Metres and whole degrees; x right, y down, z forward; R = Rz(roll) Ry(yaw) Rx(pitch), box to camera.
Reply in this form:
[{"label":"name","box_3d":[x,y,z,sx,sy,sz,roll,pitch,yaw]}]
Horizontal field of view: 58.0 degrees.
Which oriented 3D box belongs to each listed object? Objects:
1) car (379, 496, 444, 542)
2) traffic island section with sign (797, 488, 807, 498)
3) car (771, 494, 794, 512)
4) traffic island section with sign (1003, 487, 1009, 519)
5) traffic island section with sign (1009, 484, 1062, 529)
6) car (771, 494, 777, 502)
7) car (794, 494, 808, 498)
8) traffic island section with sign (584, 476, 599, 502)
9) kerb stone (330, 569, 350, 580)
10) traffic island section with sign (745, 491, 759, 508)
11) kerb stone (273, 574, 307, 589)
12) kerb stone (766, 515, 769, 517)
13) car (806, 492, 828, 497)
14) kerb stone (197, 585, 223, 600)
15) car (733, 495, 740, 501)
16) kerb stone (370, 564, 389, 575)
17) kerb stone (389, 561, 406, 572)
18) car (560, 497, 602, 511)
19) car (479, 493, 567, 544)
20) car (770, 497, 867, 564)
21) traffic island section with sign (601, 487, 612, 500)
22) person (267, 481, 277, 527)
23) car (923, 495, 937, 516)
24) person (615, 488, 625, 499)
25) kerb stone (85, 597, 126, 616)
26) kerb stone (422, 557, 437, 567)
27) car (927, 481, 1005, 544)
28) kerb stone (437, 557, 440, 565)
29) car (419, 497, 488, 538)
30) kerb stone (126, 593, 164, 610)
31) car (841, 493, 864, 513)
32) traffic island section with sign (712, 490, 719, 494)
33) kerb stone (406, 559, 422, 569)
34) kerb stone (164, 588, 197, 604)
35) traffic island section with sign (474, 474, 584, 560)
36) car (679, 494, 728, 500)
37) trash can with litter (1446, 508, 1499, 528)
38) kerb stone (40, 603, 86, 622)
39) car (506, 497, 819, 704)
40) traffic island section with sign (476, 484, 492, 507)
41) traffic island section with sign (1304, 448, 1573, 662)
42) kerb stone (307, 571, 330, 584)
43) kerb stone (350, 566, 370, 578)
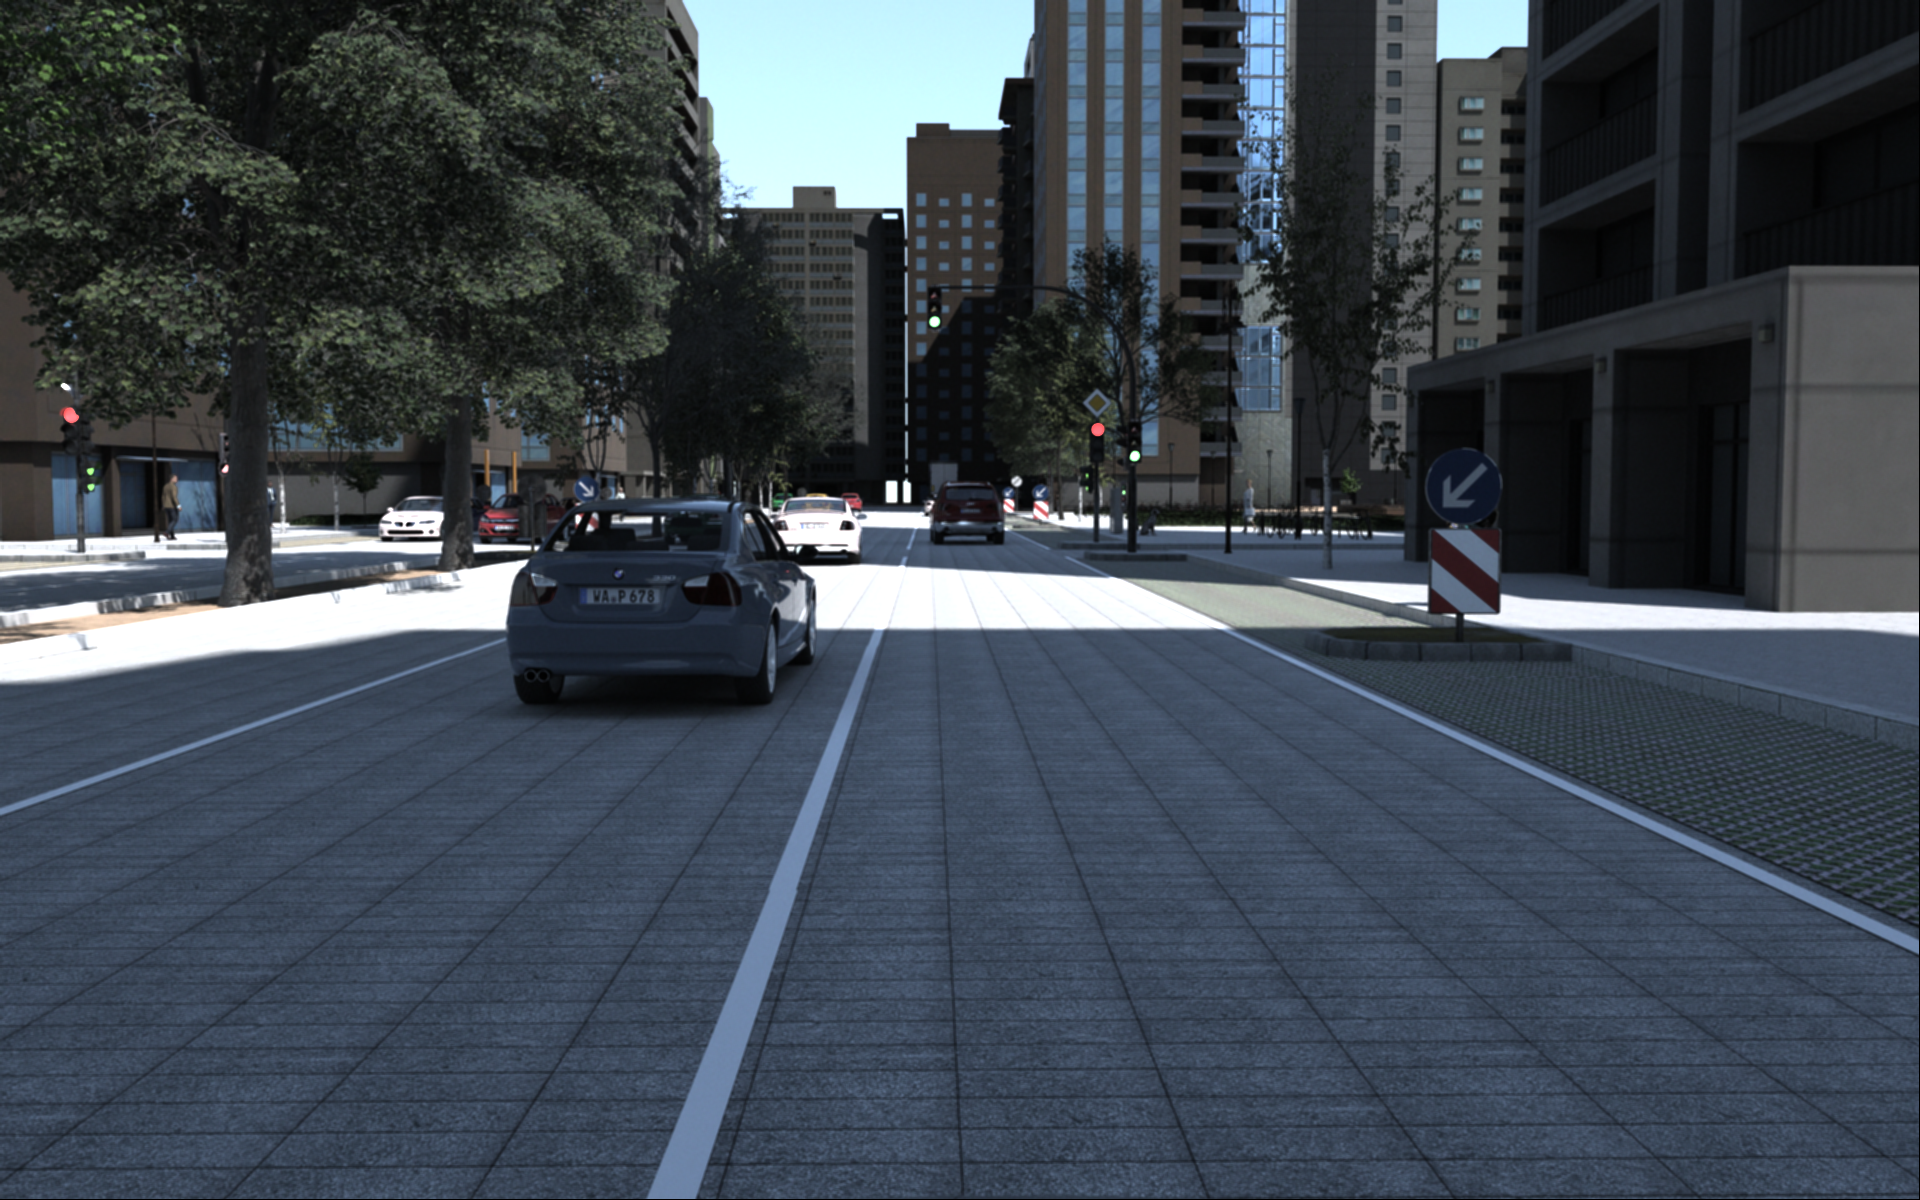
[{"label":"car","box_3d":[-16.573,-2.533,53.782,2.083,1.381,4.827,0,4,-2]},{"label":"traffic island section with sign","box_3d":[-11.057,-6.881,120.641,2.006,1.907,1.989,0,4,-1]},{"label":"car","box_3d":[-14.128,-7.976,139.209,1.959,1.807,4.718,0,4,-2]},{"label":"traffic island section with sign","box_3d":[2.674,-5.584,99.931,1.989,1.847,2.006,0,4,-1]},{"label":"traffic island section with sign","box_3d":[3.192,-3.861,71.758,1.989,1.847,2.006,0,4,-1]},{"label":"car","box_3d":[-18.587,-10.366,179.704,2.015,1.641,3.980,0,4,-3]},{"label":"car","box_3d":[-15.591,-10.052,173.141,1.959,1.807,4.718,0,4,-1]},{"label":"traffic island section with sign","box_3d":[-9.677,-2.286,45.515,2.006,1.907,1.989,0,4,-1]},{"label":"kerb stone","box_3d":[-10.445,-0.410,28.897,0.120,0.150,1.000,0,4,-1]},{"label":"traffic island section with sign","box_3d":[-21.302,-10.138,174.383,1.989,1.847,2.006,0,4,-1]},{"label":"kerb stone","box_3d":[-10.406,-0.285,26.852,0.120,0.150,1.000,0,4,-1]},{"label":"kerb stone","box_3d":[-11.891,-5.270,108.367,0.120,0.150,1.000,0,4,-1]},{"label":"car","box_3d":[-8.371,-5.602,101.822,2.015,1.641,3.980,0,4,0]},{"label":"kerb stone","box_3d":[-10.342,-0.097,23.786,0.120,0.150,1.000,0,4,-1]},{"label":"car","box_3d":[-18.099,-7.504,134.692,2.014,1.417,4.499,0,3,0]},{"label":"kerb stone","box_3d":[-10.477,-0.532,30.959,0.120,0.150,1.000,0,4,-1]},{"label":"kerb stone","box_3d":[-10.493,-0.599,31.986,0.120,0.150,1.000,0,4,-1]},{"label":"car","box_3d":[-13.189,-2.903,60.039,1.945,1.354,3.894,0,4,-2]},{"label":"car","box_3d":[-12.839,-2.569,51.043,2.155,1.783,4.494,0,4,1]},{"label":"car","box_3d":[-3.009,-1.483,36.603,2.083,1.381,4.827,0,4,-3]},{"label":"traffic island section with sign","box_3d":[-19.898,-5.425,97.330,1.989,1.847,2.006,0,4,-1]},{"label":"person","box_3d":[-26.947,-3.750,67.534,0.419,1.800,0.721,2,4,35]},{"label":"car","box_3d":[-1.370,-6.133,112.642,2.083,1.381,4.827,0,4,-1]},{"label":"person","box_3d":[-17.577,-4.921,89.441,0.515,1.767,0.782,2,4,33]},{"label":"kerb stone","box_3d":[-10.289,0.092,20.699,0.120,0.150,1.000,0,4,-1]},{"label":"kerb stone","box_3d":[-10.531,-0.724,34.034,0.120,0.150,1.000,0,4,-1]},{"label":"car","box_3d":[0.177,-2.578,50.822,2.281,1.827,5.304,0,4,-3]},{"label":"kerb stone","box_3d":[-10.551,-0.787,35.061,0.120,0.150,1.000,0,4,-1]},{"label":"car","box_3d":[-17.076,-2.796,58.303,1.945,1.354,3.894,0,4,1]},{"label":"kerb stone","box_3d":[-10.306,0.028,21.736,0.120,0.150,1.000,0,4,-1]},{"label":"car","box_3d":[-8.604,-7.752,135.791,2.155,1.783,4.494,0,4,-2]},{"label":"traffic island section with sign","box_3d":[-20.823,-8.490,147.432,1.989,1.847,2.006,0,4,-1]},{"label":"kerb stone","box_3d":[-10.511,-0.661,33.008,0.120,0.150,1.000,0,4,-1]},{"label":"kerb stone","box_3d":[-10.331,-0.031,22.762,0.120,0.150,1.000,0,4,-1]},{"label":"traffic island section with sign","box_3d":[-9.552,-1.833,38.108,2.006,1.907,1.989,0,4,-1]},{"label":"car","box_3d":[-7.448,-2.359,50.364,2.131,1.459,4.920,0,4,-1]},{"label":"trash can with litter","box_3d":[5.775,-0.517,19.835,0.624,1.170,1.055,0,4,3]},{"label":"kerb stone","box_3d":[-10.266,0.161,19.675,0.120,0.150,1.000,0,4,-1]},{"label":"car","box_3d":[-2.122,-0.067,13.105,2.014,1.417,4.499,0,4,1]},{"label":"traffic island section with sign","box_3d":[-19.410,-3.771,70.289,1.989,1.847,2.006,0,4,-1]},{"label":"traffic island section with sign","box_3d":[4.207,-0.430,15.654,1.989,1.847,2.006,0,4,-1]},{"label":"kerb stone","box_3d":[-10.422,-0.347,27.876,0.120,0.150,1.000,0,4,-1]},{"label":"kerb stone","box_3d":[-10.458,-0.473,29.929,0.120,0.150,1.000,0,4,-1]}]
